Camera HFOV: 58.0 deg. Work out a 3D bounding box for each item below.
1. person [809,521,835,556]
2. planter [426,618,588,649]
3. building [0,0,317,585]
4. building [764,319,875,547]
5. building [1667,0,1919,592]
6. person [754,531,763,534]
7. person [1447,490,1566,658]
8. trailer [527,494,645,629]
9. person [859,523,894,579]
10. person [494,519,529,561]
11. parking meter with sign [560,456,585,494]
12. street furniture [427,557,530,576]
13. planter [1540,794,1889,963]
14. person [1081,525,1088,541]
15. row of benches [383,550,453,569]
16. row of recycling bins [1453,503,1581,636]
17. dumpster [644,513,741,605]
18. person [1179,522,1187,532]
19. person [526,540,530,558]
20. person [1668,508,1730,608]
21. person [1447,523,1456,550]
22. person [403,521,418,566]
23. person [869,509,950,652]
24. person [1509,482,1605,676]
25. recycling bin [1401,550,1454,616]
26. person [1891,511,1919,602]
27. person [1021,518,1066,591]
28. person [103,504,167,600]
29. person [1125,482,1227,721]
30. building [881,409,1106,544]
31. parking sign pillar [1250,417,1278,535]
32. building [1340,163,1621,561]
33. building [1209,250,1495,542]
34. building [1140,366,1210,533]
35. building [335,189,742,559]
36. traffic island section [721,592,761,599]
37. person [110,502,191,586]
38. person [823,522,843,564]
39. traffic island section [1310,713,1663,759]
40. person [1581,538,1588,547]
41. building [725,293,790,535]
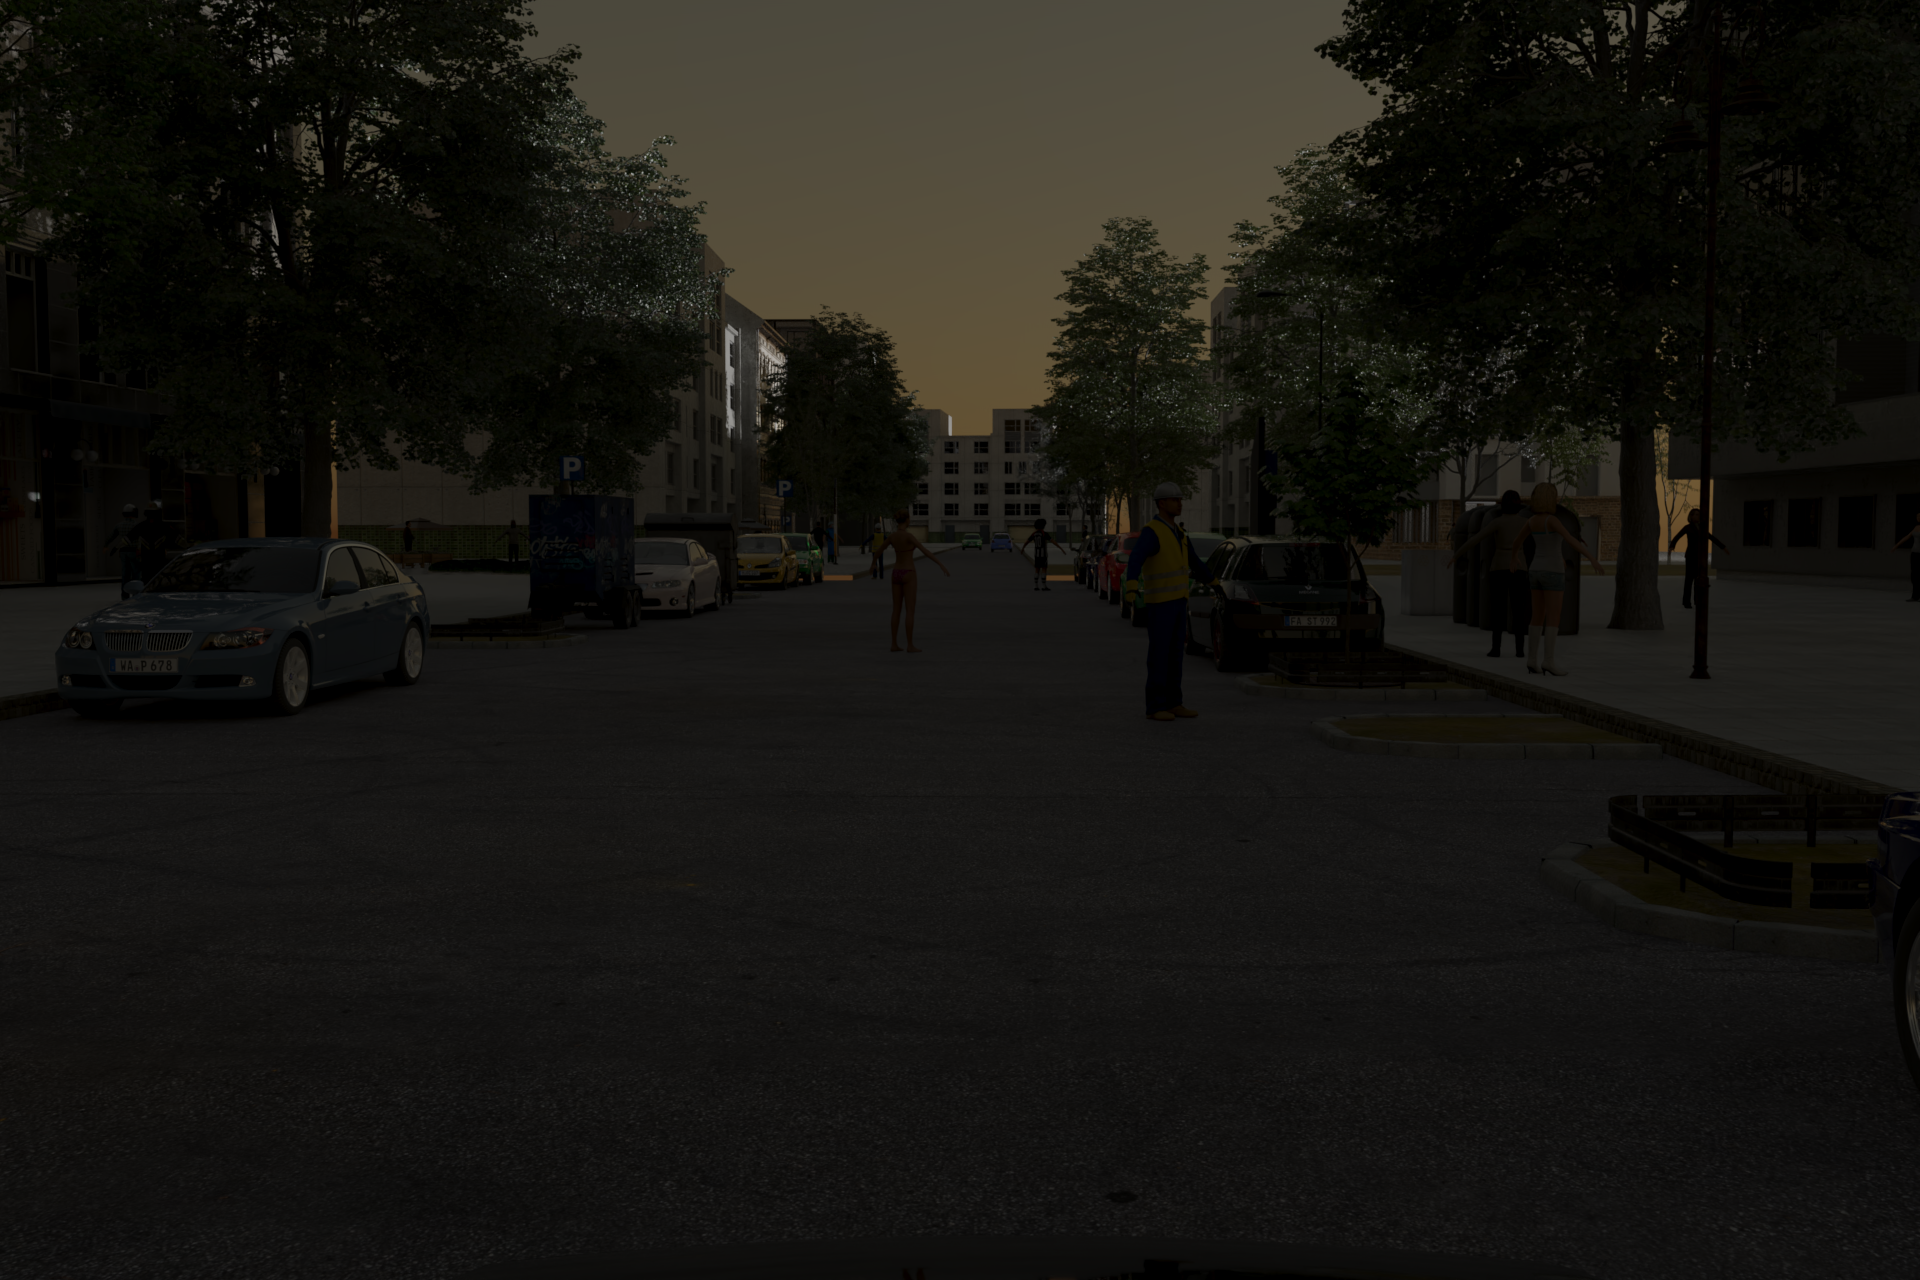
[{"bbox_3d":[-5.829,-3.993,71.510,1.346,1.802,0.704,1,4,12],"label":"person"},{"bbox_3d":[-5.947,-0.087,22.569,1.991,0.319,1.994,0,4,1],"label":"planter"},{"bbox_3d":[-27.775,-16.205,44.545,16.754,29.471,25.880,0,4,2],"label":"building"},{"bbox_3d":[-23.768,-20.625,181.187,27.936,21.610,32.646,0,4,1],"label":"building"},{"bbox_3d":[26.346,-13.110,33.415,14.314,24.678,30.058,0,4,2],"label":"building"},{"bbox_3d":[-10.427,-5.100,89.161,0.705,1.856,1.354,-3,5,-40],"label":"person"},{"bbox_3d":[5.719,-0.694,18.100,1.215,1.744,0.721,0,4,5],"label":"person"},{"bbox_3d":[-5.710,-1.140,25.695,1.471,1.999,3.904,0,4,1],"label":"trailer"},{"bbox_3d":[-2.620,-2.813,54.911,1.216,1.772,0.721,-1,4,-20],"label":"person"},{"bbox_3d":[-16.054,-3.435,62.285,1.348,1.813,0.705,-1,4,-19],"label":"person"},{"bbox_3d":[-8.623,-2.644,39.487,0.543,3.016,1.738,0,4,1],"label":"parking meter with sign"},{"bbox_3d":[-12.857,-2.464,55.916,5.734,0.657,10.072,-3,4,-38],"label":"street furniture"},{"bbox_3d":[3.387,0.880,6.760,1.991,0.319,1.994,0,4,1],"label":"planter"},{"bbox_3d":[6.176,-4.886,86.610,0.721,1.740,1.216,1,4,10],"label":"person"},{"bbox_3d":[-20.721,-3.018,64.799,1.422,0.672,4.104,2,4,29],"label":"row of benches"},{"bbox_3d":[7.468,-1.002,23.498,1.069,1.692,3.534,0,4,2],"label":"row of recycling bins"},{"bbox_3d":[-5.456,-1.653,35.239,1.865,1.857,1.264,0,4,1],"label":"dumpster"},{"bbox_3d":[9.515,-4.161,74.218,1.347,1.806,0.705,3,5,42],"label":"person"},{"bbox_3d":[-21.308,-4.716,86.369,0.599,1.433,0.991,2,4,24],"label":"person"},{"bbox_3d":[12.709,-1.408,29.835,1.215,1.729,0.721,-1,4,-16],"label":"person"},{"bbox_3d":[22.272,-4.390,78.040,0.705,1.796,1.348,-1,4,-18],"label":"person"},{"bbox_3d":[-21.883,-3.833,68.807,0.704,1.812,1.346,-3,4,-37],"label":"person"},{"bbox_3d":[-0.639,-0.725,21.108,1.217,1.733,0.721,3,4,36],"label":"person"},{"bbox_3d":[5.404,-0.561,15.786,0.721,1.753,1.214,-1,4,-21],"label":"person"},{"bbox_3d":[7.431,-0.913,27.475,0.722,1.027,0.722,0,4,2],"label":"recycling bin"},{"bbox_3d":[18.077,-1.584,32.702,0.721,1.737,1.217,-1,4,-14],"label":"person"},{"bbox_3d":[2.066,-2.157,43.867,1.345,1.843,0.704,3,4,36],"label":"person"},{"bbox_3d":[-15.771,-1.661,32.990,1.345,1.849,0.704,1,4,11],"label":"person"},{"bbox_3d":[1.629,-0.305,13.420,0.705,1.833,1.349,3,5,39],"label":"person"},{"bbox_3d":[5.286,-23.347,250.629,31.486,18.905,16.747,0,4,5],"label":"building"},{"bbox_3d":[7.080,-3.183,40.517,1.447,3.967,1.447,0,4,1],"label":"parking sign pillar"},{"bbox_3d":[26.181,-14.600,95.138,16.016,20.090,11.380,0,4,1],"label":"building"},{"bbox_3d":[27.012,-15.299,116.601,16.747,18.905,31.486,0,4,2],"label":"building"},{"bbox_3d":[28.760,-19.833,190.722,16.747,18.905,31.486,0,4,1],"label":"building"},{"bbox_3d":[-23.749,-14.585,104.930,16.747,18.905,31.486,0,4,0],"label":"building"},{"bbox_3d":[-5.521,-0.982,38.920,1.991,0.108,1.994,0,4,1],"label":"traffic island section"},{"bbox_3d":[-14.185,-1.503,30.440,1.351,1.845,0.704,-1,4,-14],"label":"person"},{"bbox_3d":[-5.537,-4.204,74.858,0.704,1.817,1.347,3,4,36],"label":"person"},{"bbox_3d":[3.493,0.663,12.018,1.991,0.108,1.994,0,4,1],"label":"traffic island section"},{"bbox_3d":[17.703,-2.715,50.500,1.345,1.816,0.704,-1,4,-22],"label":"person"},{"bbox_3d":[-23.437,-18.405,131.849,19.493,23.208,18.063,0,4,1],"label":"building"}]
